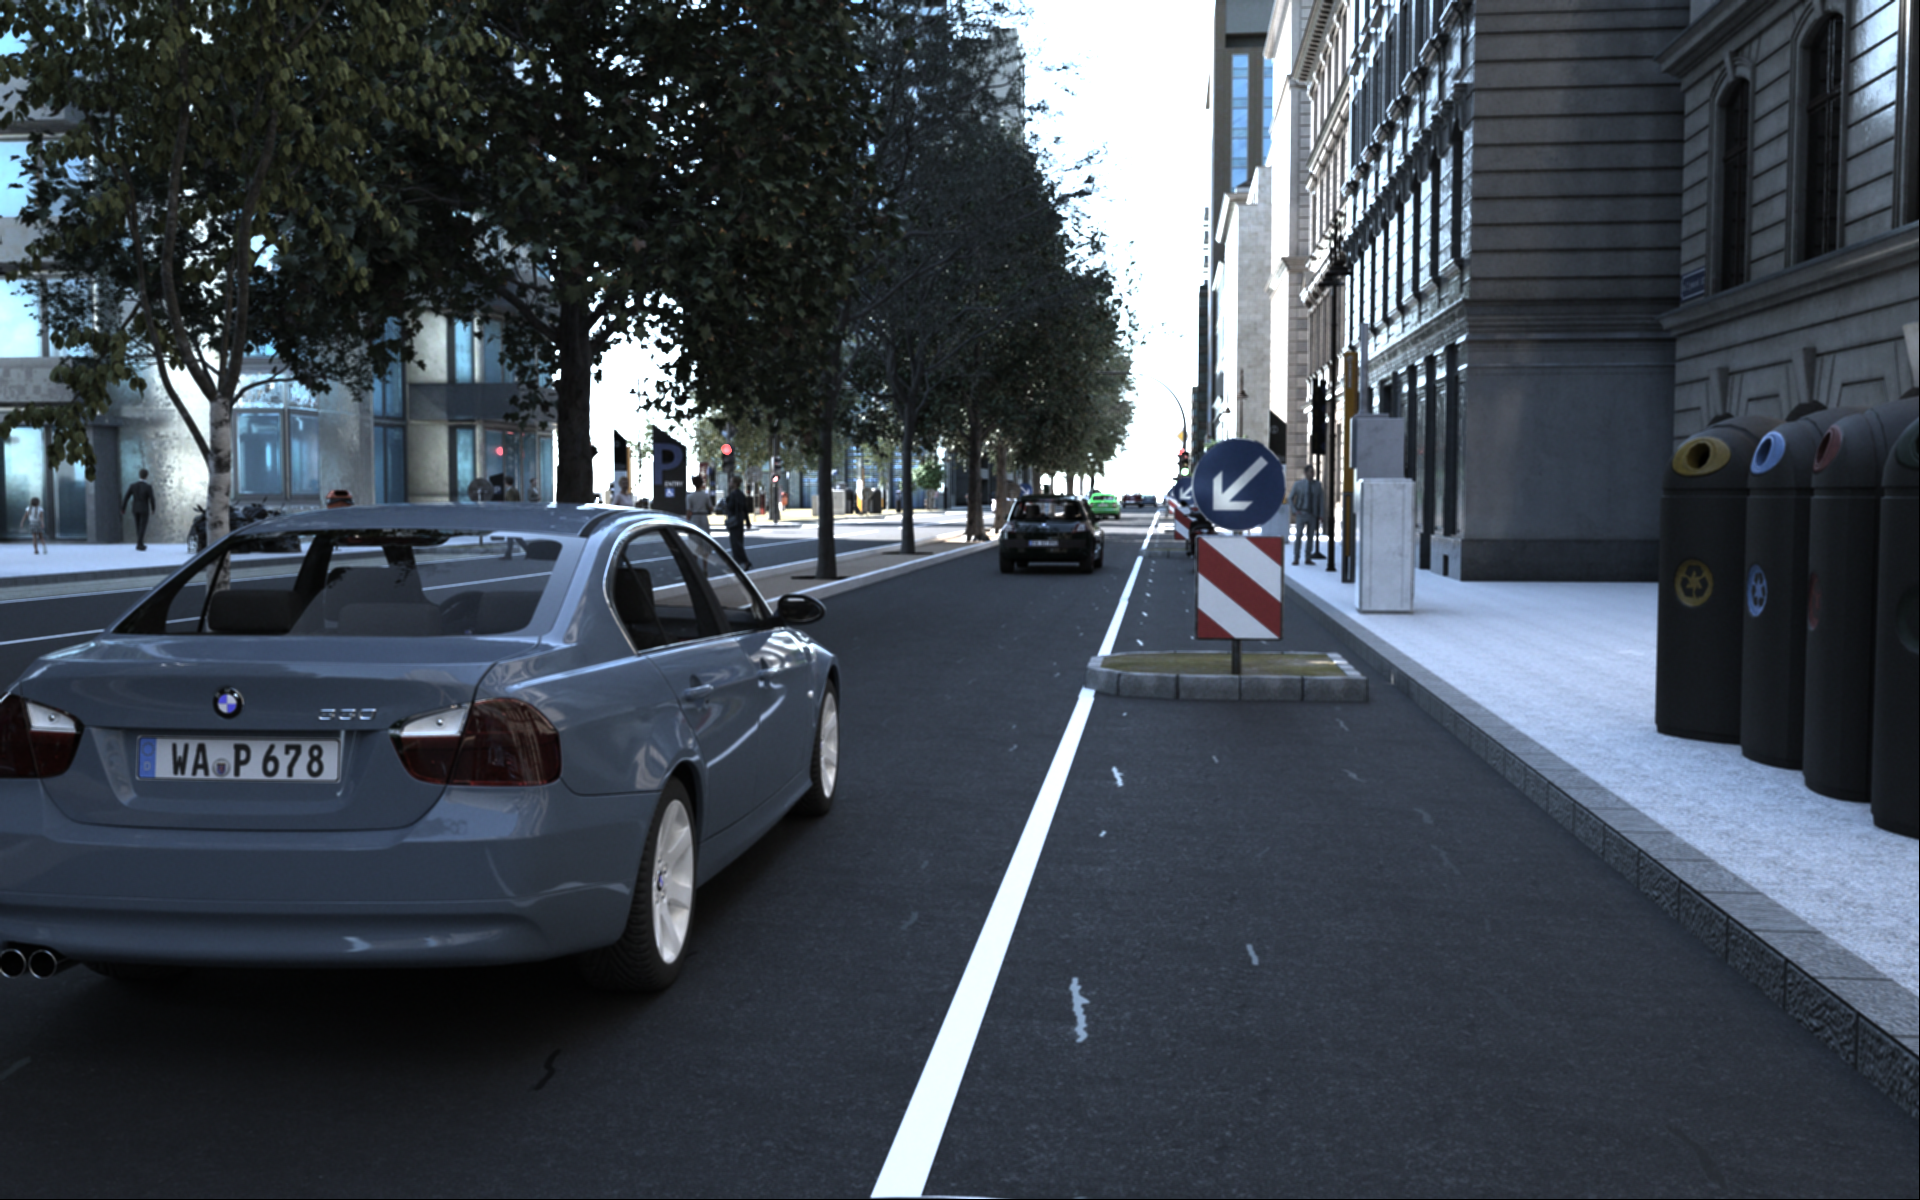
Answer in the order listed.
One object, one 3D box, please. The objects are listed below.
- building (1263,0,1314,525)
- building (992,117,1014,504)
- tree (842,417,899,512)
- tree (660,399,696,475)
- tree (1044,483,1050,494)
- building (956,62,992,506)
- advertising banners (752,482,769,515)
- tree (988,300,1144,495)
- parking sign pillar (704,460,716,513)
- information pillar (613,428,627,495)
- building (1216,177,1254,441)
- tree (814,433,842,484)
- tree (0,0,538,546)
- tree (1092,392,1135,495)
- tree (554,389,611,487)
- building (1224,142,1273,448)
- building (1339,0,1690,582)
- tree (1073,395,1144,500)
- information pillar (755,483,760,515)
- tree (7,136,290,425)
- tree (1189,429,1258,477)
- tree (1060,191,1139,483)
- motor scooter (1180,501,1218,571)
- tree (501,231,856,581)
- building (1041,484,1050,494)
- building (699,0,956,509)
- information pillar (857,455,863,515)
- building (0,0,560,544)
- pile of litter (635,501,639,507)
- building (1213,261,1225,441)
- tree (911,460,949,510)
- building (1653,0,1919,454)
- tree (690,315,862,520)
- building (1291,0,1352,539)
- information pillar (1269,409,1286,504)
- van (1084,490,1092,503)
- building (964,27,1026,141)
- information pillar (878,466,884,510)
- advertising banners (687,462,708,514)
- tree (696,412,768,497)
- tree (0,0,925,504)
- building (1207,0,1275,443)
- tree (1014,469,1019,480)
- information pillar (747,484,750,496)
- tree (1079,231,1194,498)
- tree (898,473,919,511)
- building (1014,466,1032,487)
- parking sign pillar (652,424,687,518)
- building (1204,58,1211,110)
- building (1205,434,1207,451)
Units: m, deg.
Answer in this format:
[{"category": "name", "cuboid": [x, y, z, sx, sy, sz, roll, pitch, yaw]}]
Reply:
[{"category": "building", "cuboid": [26.349, -17.071, 76.374, 25.104, 27.353, 12.463, 0, 4, 7]}, {"category": "building", "cuboid": [-4.838, -36.048, 213.088, 21.300, 48.544, 21.600, 0, 4, 7]}, {"category": "tree", "cuboid": [-5.440, -10.617, 123.943, 4.737, 8.622, 4.395, 0, 3, 0]}, {"category": "tree", "cuboid": [-22.626, -11.618, 140.315, 4.360, 8.622, 3.978, 0, 3, 0]}, {"category": "tree", "cuboid": [13.870, -17.272, 276.990, 1.663, 3.219, 1.824, 0, 3, 0]}, {"category": "building", "cuboid": [-8.393, -34.716, 191.305, 21.300, 48.544, 21.600, 0, 4, 7]}, {"category": "advertising banners", "cuboid": [-12.150, -6.754, 106.622, 2.074, 3.025, 0.090, 3, 5, 40]}, {"category": "tree", "cuboid": [6.659, -11.921, 104.013, 9.857, 13.997, 8.962, 0, 3, 0]}, {"category": "parking sign pillar", "cuboid": [-16.874, -7.843, 116.711, 1.447, 3.967, 1.447, -2, 4, -27]}, {"category": "information pillar", "cuboid": [-12.109, -4.302, 61.685, 0.504, 3.616, 0.183, 0, 4, 5]}, {"category": "building", "cuboid": [23.210, -17.680, 117.952, 11.050, 23.489, 19.941, 0, 4, 7]}, {"category": "tree", "cuboid": [-11.268, -12.079, 147.849, 4.737, 8.622, 4.395, 0, 3, 0]}, {"category": "tree", "cuboid": [-4.692, -3.556, 10.961, 4.737, 8.622, 4.395, 0, 3, 0]}, {"category": "tree", "cuboid": [10.965, -13.146, 143.157, 9.928, 11.665, 9.643, 0, 3, 0]}, {"category": "tree", "cuboid": [-24.868, -9.926, 112.657, 4.360, 8.622, 3.978, 0, 3, 0]}, {"category": "building", "cuboid": [20.670, -14.928, 98.830, 10.420, 20.320, 16.860, 0, 4, 7]}, {"category": "building", "cuboid": [13.062, -11.253, 33.135, 9.793, 20.994, 18.267, 0, 4, 7]}, {"category": "tree", "cuboid": [10.031, -12.081, 134.390, 8.767, 10.594, 7.601, 0, 4, 7]}, {"category": "information pillar", "cuboid": [-12.294, -6.134, 104.780, 0.304, 2.012, 0.304, 1, 4, 13]}, {"category": "tree", "cuboid": [-14.951, -6.155, 35.052, 7.601, 10.594, 8.767, 2, 4, 25]}, {"category": "tree", "cuboid": [13.733, -6.334, 87.271, 4.285, 4.588, 4.351, 0, 3, 0]}, {"category": "tree", "cuboid": [0.444, -8.084, 51.644, 9.611, 12.733, 9.660, 0, 3, 0]}, {"category": "motor scooter", "cuboid": [4.503, -1.187, 32.184, 0.815, 1.314, 1.986, 0, 4, 5]}, {"category": "tree", "cuboid": [-2.256, -7.093, 28.801, 12.009, 13.543, 11.850, 0, 3, 0]}, {"category": "building", "cuboid": [-0.786, -36.966, 296.274, 32.217, 40.220, 23.993, 0, 4, 7]}, {"category": "building", "cuboid": [-11.340, -52.073, 164.060, 22.319, 86.520, 31.000, 0, 4, 7]}, {"category": "information pillar", "cuboid": [-6.049, -6.940, 104.821, 0.183, 3.616, 0.504, -3, 4, -38]}, {"category": "building", "cuboid": [-28.666, -26.584, 54.255, 30.456, 49.044, 23.786, 0, 4, 7]}, {"category": "pile of litter", "cuboid": [-22.429, -6.437, 119.212, 1.176, 0.858, 1.719, 0, 4, -2]}, {"category": "building", "cuboid": [25.115, -17.606, 137.004, 9.793, 20.994, 18.267, 0, 4, 7]}, {"category": "tree", "cuboid": [-2.400, -9.646, 141.433, 4.285, 4.588, 4.351, 0, 3, 0]}, {"category": "building", "cuboid": [13.124, -11.455, 6.367, 14.460, 24.649, 34.723, 0, 4, 7]}, {"category": "tree", "cuboid": [-9.197, -10.988, 86.313, 9.857, 13.997, 8.962, 0, 3, 0]}, {"category": "building", "cuboid": [16.012, -11.490, 52.493, 10.561, 19.102, 19.286, 0, 4, 7]}, {"category": "information pillar", "cuboid": [8.750, -3.456, 47.864, 0.504, 3.616, 0.183, 1, 4, 8]}, {"category": "van", "cuboid": [14.830, -11.542, 195.714, 2.013, 2.044, 4.112, 0, 4, 5]}, {"category": "building", "cuboid": [1.899, -50.995, 272.025, 20.563, 71.187, 20.611, 0, 4, 7]}, {"category": "information pillar", "cuboid": [-6.393, -9.085, 139.891, 0.504, 3.616, 0.183, 3, 5, 42]}, {"category": "advertising banners", "cuboid": [-14.910, -6.077, 95.549, 2.074, 3.025, 0.090, 0, 4, 1]}, {"category": "tree", "cuboid": [-11.464, -8.809, 94.393, 4.360, 8.622, 3.978, 0, 3, 0]}, {"category": "tree", "cuboid": [-4.103, -6.031, 18.078, 9.611, 12.733, 9.660, 0, 3, 0]}, {"category": "building", "cuboid": [29.270, -30.821, 154.029, 14.600, 45.320, 14.200, 0, 4, 7]}, {"category": "tree", "cuboid": [6.677, -16.863, 226.073, 4.737, 8.622, 4.395, 0, 3, 0]}, {"category": "information pillar", "cuboid": [-16.029, -7.769, 131.523, 0.304, 2.012, 0.304, 0, 4, 4]}, {"category": "tree", "cuboid": [9.852, -16.212, 123.404, 12.611, 20.169, 13.585, 0, 3, 0]}, {"category": "tree", "cuboid": [-3.912, -8.463, 132.973, 1.663, 3.219, 1.824, 0, 3, 0]}, {"category": "building", "cuboid": [-4.294, -24.731, 249.391, 27.650, 21.520, 28.899, 0, 4, 7]}, {"category": "parking sign pillar", "cuboid": [-11.115, -4.763, 66.345, 1.447, 3.967, 1.447, 0, 4, -5]}, {"category": "building", "cuboid": [43.505, -37.644, 204.715, 28.713, 52.752, 27.495, 0, 4, 7]}, {"category": "building", "cuboid": [36.601, -52.719, 174.622, 22.319, 86.520, 31.000, 0, 4, 7]}]
